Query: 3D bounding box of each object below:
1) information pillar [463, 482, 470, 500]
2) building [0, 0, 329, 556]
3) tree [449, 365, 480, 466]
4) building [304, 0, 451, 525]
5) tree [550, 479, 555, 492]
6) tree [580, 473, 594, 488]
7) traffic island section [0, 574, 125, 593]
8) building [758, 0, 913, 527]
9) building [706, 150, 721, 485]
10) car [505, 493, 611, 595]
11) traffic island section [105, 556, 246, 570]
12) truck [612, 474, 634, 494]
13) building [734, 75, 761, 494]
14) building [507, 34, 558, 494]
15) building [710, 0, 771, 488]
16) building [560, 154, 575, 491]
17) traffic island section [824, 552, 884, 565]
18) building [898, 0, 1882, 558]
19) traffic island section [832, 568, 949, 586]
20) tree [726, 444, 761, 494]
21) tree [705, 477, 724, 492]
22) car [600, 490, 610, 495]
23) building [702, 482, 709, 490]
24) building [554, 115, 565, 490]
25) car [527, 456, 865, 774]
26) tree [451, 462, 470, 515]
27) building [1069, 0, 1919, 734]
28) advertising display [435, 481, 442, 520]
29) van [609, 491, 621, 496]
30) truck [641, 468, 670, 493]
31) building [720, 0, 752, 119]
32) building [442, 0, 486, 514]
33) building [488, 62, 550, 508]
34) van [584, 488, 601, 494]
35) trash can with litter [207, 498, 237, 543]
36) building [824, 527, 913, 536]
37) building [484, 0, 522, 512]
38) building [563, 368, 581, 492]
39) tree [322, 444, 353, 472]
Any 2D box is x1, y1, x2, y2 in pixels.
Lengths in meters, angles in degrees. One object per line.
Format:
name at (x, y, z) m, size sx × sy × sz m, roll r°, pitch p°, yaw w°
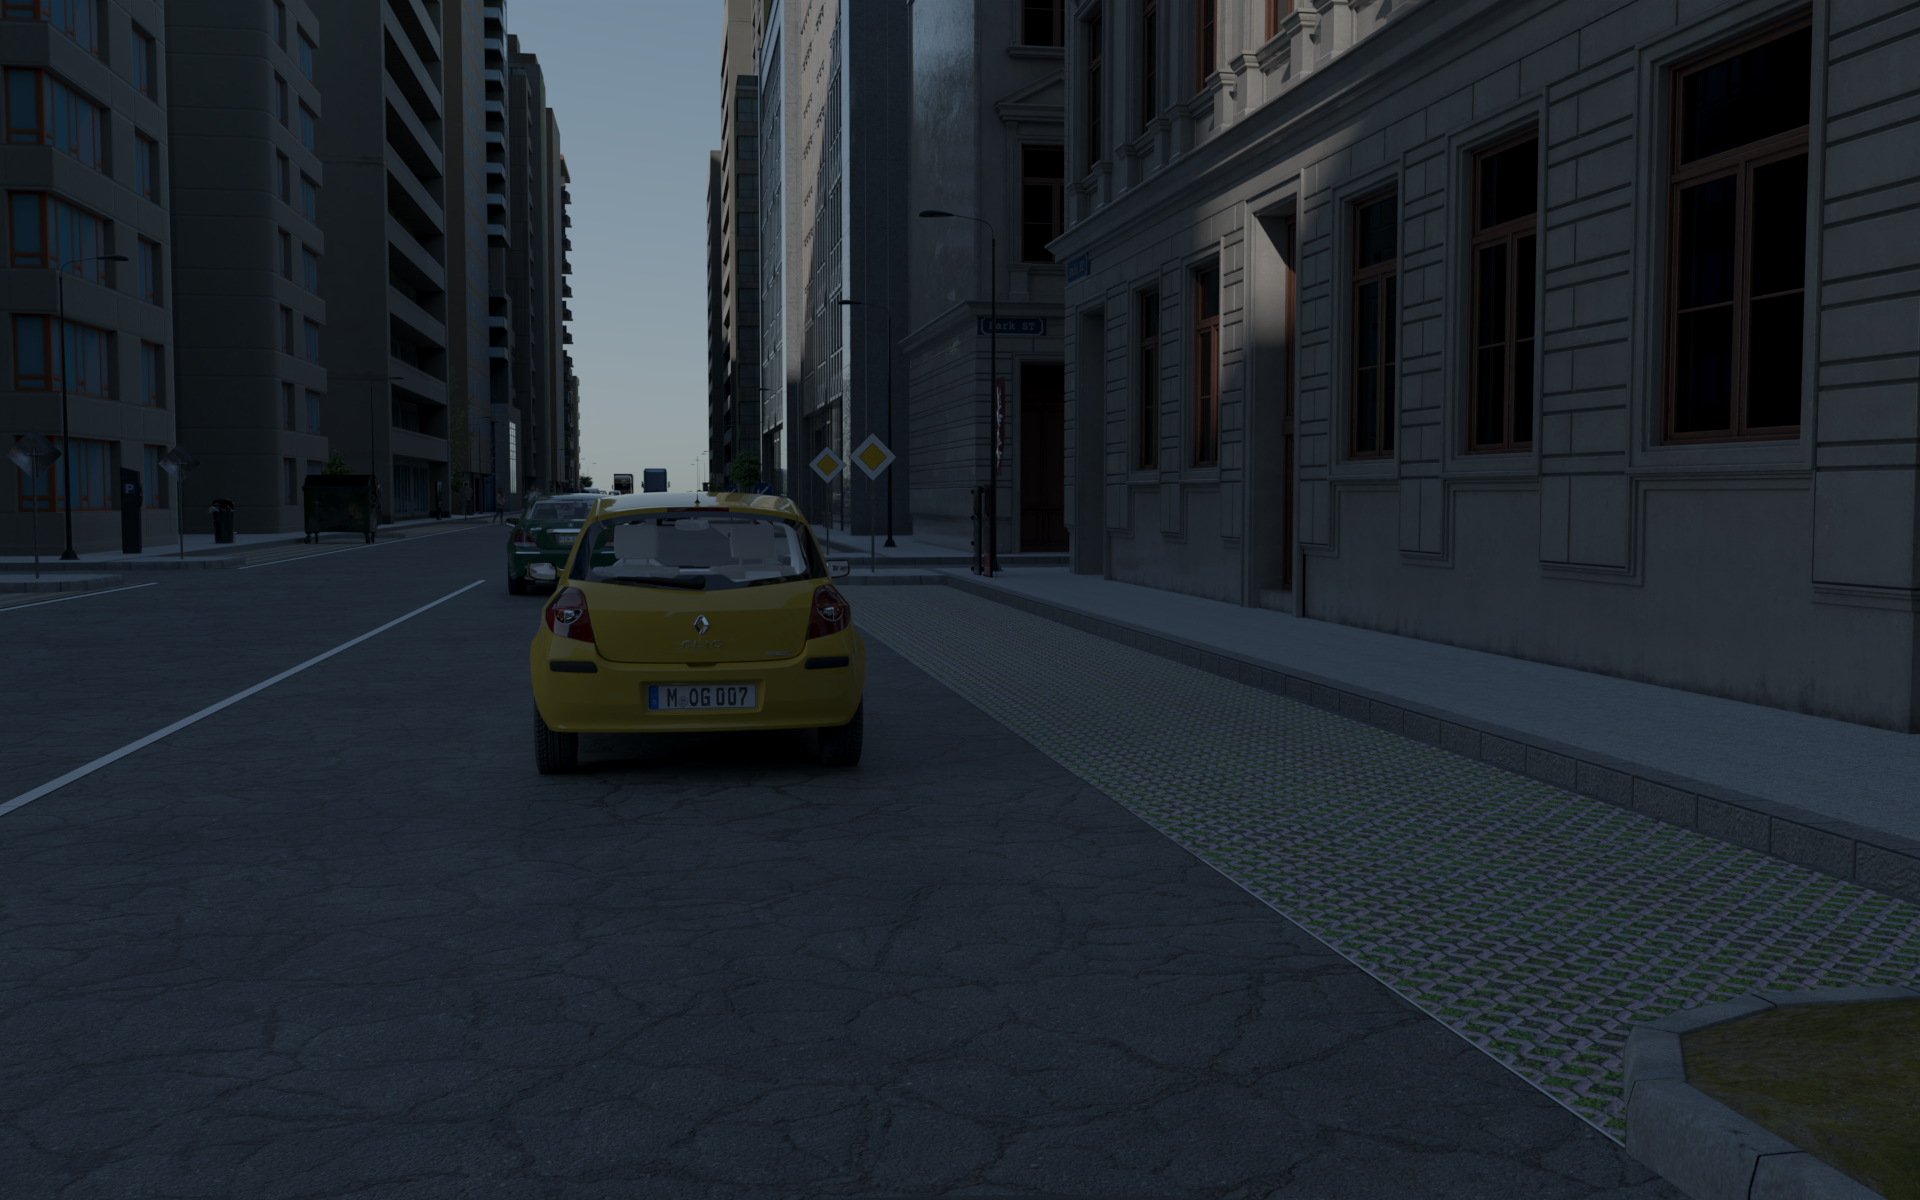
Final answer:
information pillar at (-29.729, -6.111, 104.400) m, size 0.304 × 2.012 × 0.304 m, roll 0°, pitch 4°, yaw -3°
building at (-34.607, -12.361, 47.146) m, size 27.650 × 21.520 × 28.899 m, roll -1°, pitch 4°, yaw -10°
tree at (-29.127, -8.951, 96.719) m, size 4.737 × 8.622 × 4.395 m, roll 0°, pitch 3°, yaw 0°
building at (-36.140, -27.891, 79.725) m, size 21.300 × 48.544 × 21.600 m, roll -1°, pitch 4°, yaw -10°
tree at (-43.624, -11.536, 183.214) m, size 1.663 × 3.219 × 1.824 m, roll 0°, pitch 3°, yaw 0°
tree at (-57.549, -17.172, 264.471) m, size 4.285 × 4.588 × 4.351 m, roll 0°, pitch 3°, yaw 0°
traffic island section at (-14.017, -0.244, 26.274) m, size 2.009 × 0.180 × 2.903 m, roll -1°, pitch 4°, yaw -10°
building at (-3.111, -16.257, 83.825) m, size 12.078 × 24.808 × 19.932 m, roll -1°, pitch 4°, yaw -10°
building at (-23.055, -37.317, 233.835) m, size 21.300 × 48.544 × 21.600 m, roll -1°, pitch 4°, yaw -10°
car at (-5.835, -0.884, 26.253) m, size 2.131 × 1.459 × 4.920 m, roll -1°, pitch 4°, yaw -11°
traffic island section at (-15.359, -0.726, 34.146) m, size 2.009 × 0.180 × 2.903 m, roll -1°, pitch 4°, yaw -10°
truck at (-46.474, -15.310, 239.231) m, size 2.839 × 4.237 × 11.283 m, roll -1°, pitch 4°, yaw -9°
building at (-9.112, -21.552, 124.084) m, size 14.160 × 30.474 × 14.107 m, roll -1°, pitch 4°, yaw -10°
building at (-48.545, -31.954, 172.556) m, size 14.600 × 45.320 × 14.200 m, roll -1°, pitch 4°, yaw -10°
building at (-20.258, -47.339, 212.250) m, size 20.563 × 71.187 × 20.611 m, roll -1°, pitch 4°, yaw -10°
building at (-59.981, -34.350, 216.251) m, size 22.147 × 44.769 × 28.867 m, roll -1°, pitch 4°, yaw -10°
traffic island section at (-2.748, -0.856, 36.283) m, size 2.009 × 0.180 × 2.903 m, roll -1°, pitch 4°, yaw -10°
building at (9.156, -12.634, 42.720) m, size 21.152 × 22.565 × 11.583 m, roll -1°, pitch 4°, yaw -10°
traffic island section at (-1.407, -0.375, 28.411) m, size 2.009 × 0.180 × 2.903 m, roll -1°, pitch 4°, yaw -10°
tree at (-13.580, -7.936, 113.462) m, size 4.285 × 4.588 × 4.351 m, roll 0°, pitch 3°, yaw 0°
tree at (-28.462, -12.556, 199.891) m, size 1.663 × 3.219 × 1.824 m, roll 0°, pitch 3°, yaw 0°
car at (-34.870, -9.688, 167.065) m, size 2.281 × 1.827 × 5.304 m, roll -1°, pitch 4°, yaw -11°
building at (-22.289, -34.652, 258.440) m, size 32.217 × 40.220 × 23.993 m, roll -1°, pitch 4°, yaw -10°
building at (-52.397, -33.371, 195.719) m, size 14.600 × 45.320 × 14.200 m, roll -1°, pitch 4°, yaw -10°
car at (-1.601, -0.011, 10.400) m, size 2.015 × 1.641 × 3.980 m, roll -1°, pitch 4°, yaw -10°
tree at (-31.057, -6.834, 106.342) m, size 1.663 × 3.219 × 1.824 m, roll 0°, pitch 3°, yaw 0°
building at (8.311, -11.181, 18.966) m, size 11.583 × 22.565 × 21.152 m, roll -1°, pitch 4°, yaw -10°
advertising display at (-25.482, -4.860, 84.671) m, size 0.123 × 1.923 × 0.974 m, roll 0°, pitch 4°, yaw -4°
van at (-42.519, -12.599, 212.999) m, size 2.013 × 2.044 × 4.112 m, roll -1°, pitch 4°, yaw -8°
truck at (-30.720, -11.300, 174.509) m, size 2.967 × 4.110 × 18.799 m, roll -1°, pitch 4°, yaw -10°
building at (-11.209, -32.934, 162.170) m, size 21.300 × 48.544 × 21.600 m, roll -1°, pitch 4°, yaw -10°
building at (-38.963, -28.366, 113.901) m, size 14.600 × 45.320 × 14.200 m, roll -1°, pitch 4°, yaw -10°
building at (-45.564, -29.069, 158.867) m, size 14.154 × 41.232 × 14.086 m, roll -1°, pitch 4°, yaw -10°
van at (-24.089, -6.448, 112.435) m, size 2.013 × 2.044 × 4.112 m, roll -1°, pitch 4°, yaw -10°
trash can with litter at (-19.208, -2.063, 45.116) m, size 0.624 × 1.170 × 1.055 m, roll -1°, pitch 4°, yaw -16°
building at (0.894, -15.003, 63.329) m, size 12.078 × 24.808 × 19.932 m, roll -1°, pitch 4°, yaw -10°
building at (-45.778, -50.272, 134.625) m, size 22.319 × 86.520 × 31.000 m, roll -1°, pitch 4°, yaw -10°
building at (-68.504, -24.448, 244.756) m, size 27.650 × 21.520 × 28.899 m, roll -1°, pitch 4°, yaw -10°
tree at (-24.539, -4.481, 67.867) m, size 1.663 × 3.219 × 1.824 m, roll 0°, pitch 3°, yaw 0°
